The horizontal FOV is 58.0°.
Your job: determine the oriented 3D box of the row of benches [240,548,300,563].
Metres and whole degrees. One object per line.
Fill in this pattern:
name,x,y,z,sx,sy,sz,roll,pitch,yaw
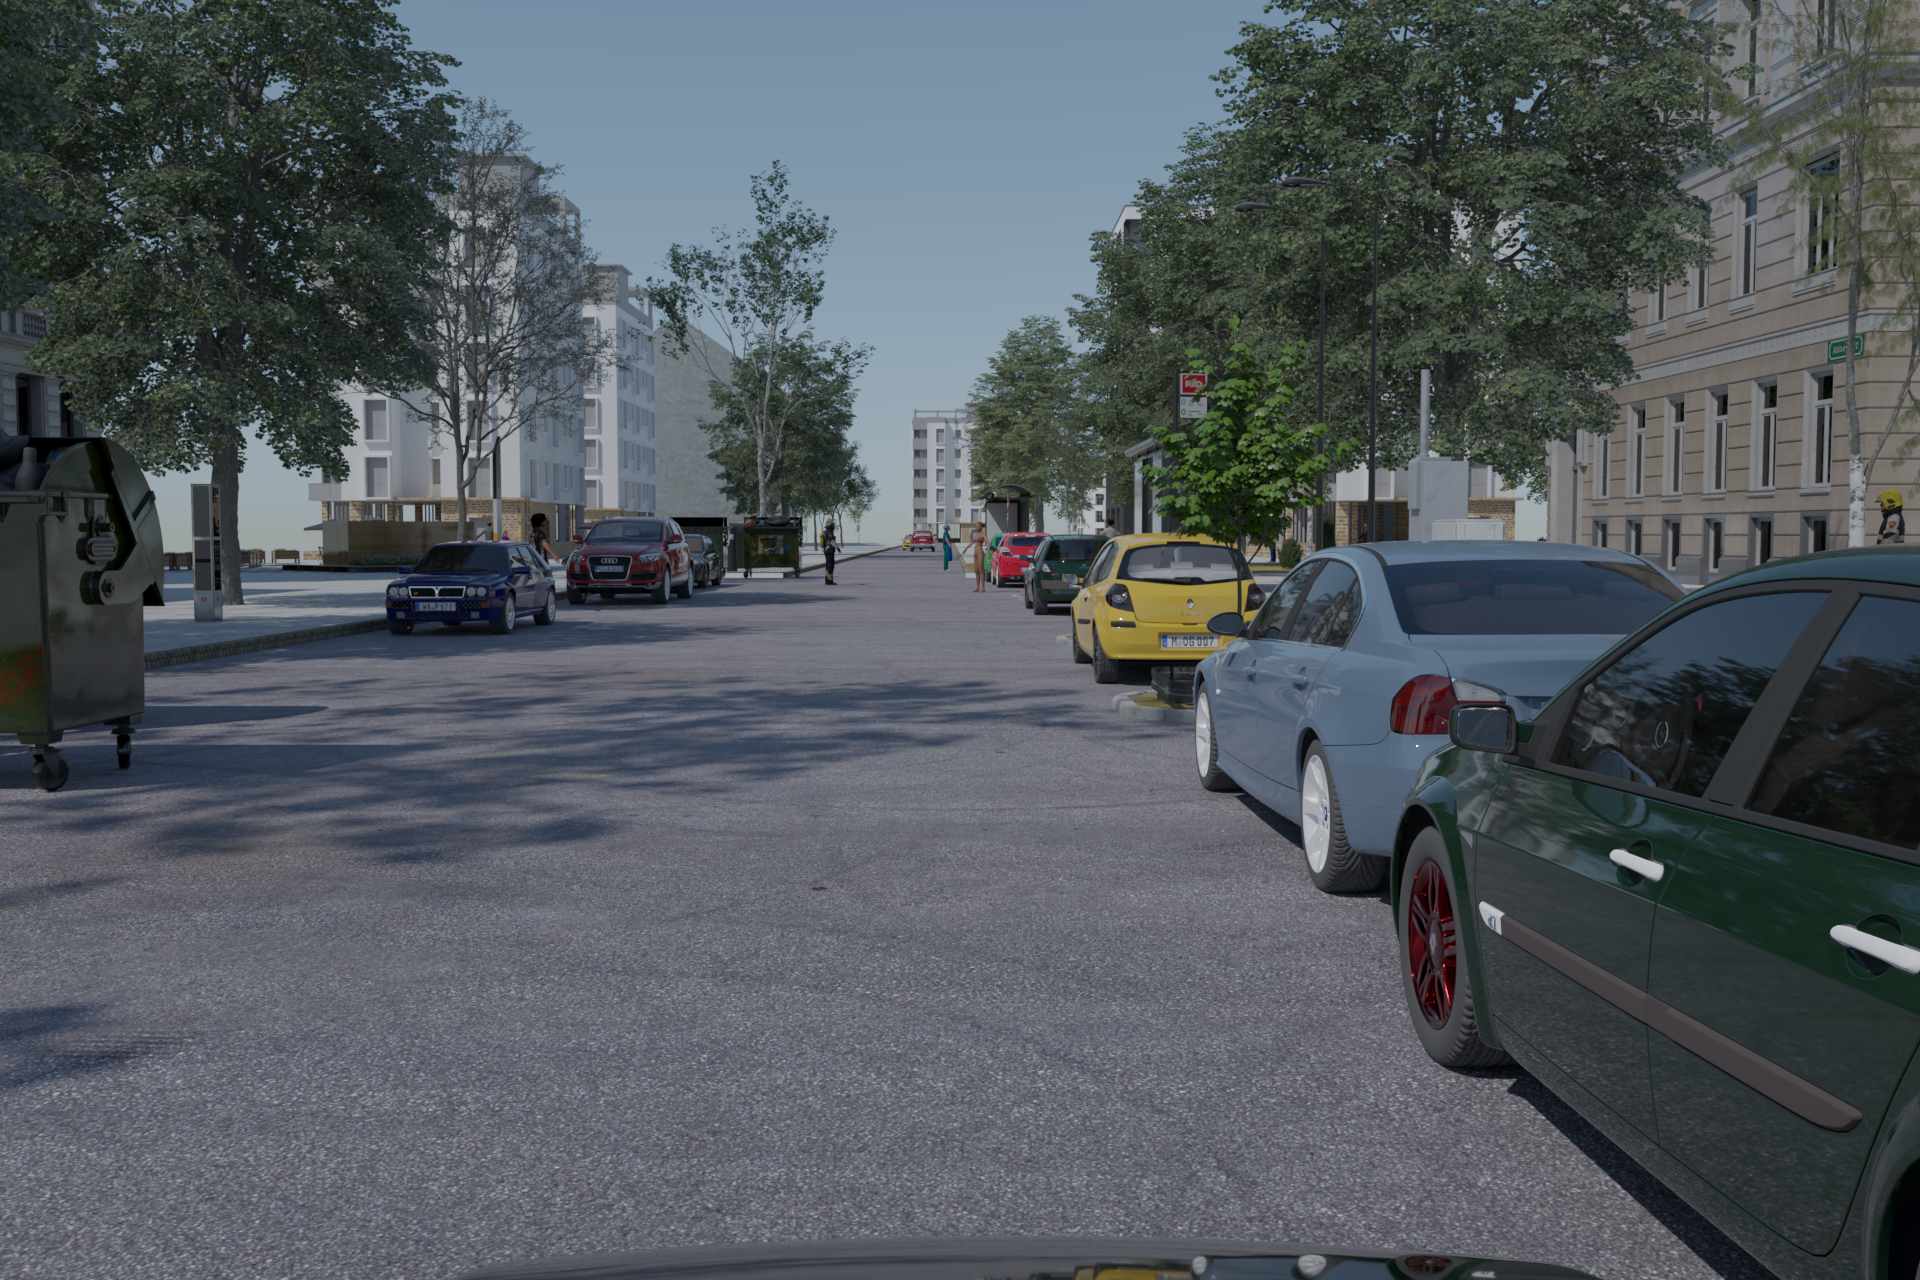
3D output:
row of benches,-30.987,-3.671,75.483,4.104,0.672,1.422,-2,4,-34

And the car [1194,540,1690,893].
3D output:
car,2.255,0.231,8.225,2.014,1.417,4.499,0,4,-1

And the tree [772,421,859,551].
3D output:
tree,-11.168,-11.980,130.292,7.601,10.594,8.767,-2,4,-31

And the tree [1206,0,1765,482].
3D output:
tree,8.473,-7.545,30.014,9.857,13.997,8.962,0,3,0

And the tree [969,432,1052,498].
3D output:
tree,4.705,-14.150,157.113,9.928,11.665,9.643,0,3,0

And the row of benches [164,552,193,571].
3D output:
row of benches,-27.609,-2.783,60.967,1.422,0.672,4.104,0,3,0

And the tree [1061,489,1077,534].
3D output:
tree,16.799,-18.167,247.391,4.360,8.622,3.978,0,3,0

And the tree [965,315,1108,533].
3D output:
tree,3.803,-10.533,90.335,7.486,12.596,7.792,0,3,0

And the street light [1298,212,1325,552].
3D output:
street light,5.631,-3.173,24.422,1.470,5.913,1.316,0,3,0

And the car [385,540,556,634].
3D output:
car,-7.277,-0.818,25.957,1.945,1.354,3.894,0,3,0

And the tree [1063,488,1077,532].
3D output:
tree,17.022,-18.443,251.911,4.360,8.622,3.978,0,3,0

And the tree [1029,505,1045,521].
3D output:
tree,9.056,-19.536,253.833,7.601,10.594,8.767,0,4,1

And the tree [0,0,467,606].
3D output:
tree,-13.371,-7.609,31.057,9.857,13.997,8.962,0,3,0

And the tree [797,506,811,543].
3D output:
tree,-22.757,-18.548,253.619,4.737,8.622,4.395,0,3,0

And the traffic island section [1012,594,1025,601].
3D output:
traffic island section,2.139,-0.927,38.021,1.991,0.108,1.994,0,4,0

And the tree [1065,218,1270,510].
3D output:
tree,8.976,-9.890,68.355,9.857,13.997,8.962,0,3,0

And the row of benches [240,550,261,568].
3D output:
row of benches,-27.343,-3.116,66.412,1.422,0.672,4.104,-1,4,-17

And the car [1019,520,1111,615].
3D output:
car,2.122,-1.360,32.028,2.009,1.686,4.222,0,4,-1

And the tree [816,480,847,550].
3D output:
tree,-11.172,-11.649,140.823,4.737,8.622,4.395,0,3,0

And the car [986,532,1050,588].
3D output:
car,1.819,-2.361,47.649,2.155,1.783,4.494,0,4,-2

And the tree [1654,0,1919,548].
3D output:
tree,8.341,-4.038,16.389,4.360,8.622,3.978,0,3,0

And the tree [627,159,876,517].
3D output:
tree,-10.809,-14.328,90.158,12.611,20.169,13.585,0,3,0

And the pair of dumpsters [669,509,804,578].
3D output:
pair of dumpsters,-7.357,-3.167,56.736,4.436,2.255,1.574,0,4,0

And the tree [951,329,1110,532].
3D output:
tree,4.609,-11.772,102.845,12.009,13.543,11.850,0,3,0

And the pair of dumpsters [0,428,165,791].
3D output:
pair of dumpsters,-7.102,-0.307,9.967,4.436,2.255,1.574,0,4,0

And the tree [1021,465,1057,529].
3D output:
tree,5.005,-10.549,122.840,4.737,8.622,4.395,0,3,0

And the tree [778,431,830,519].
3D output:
tree,-10.690,-10.177,116.762,4.737,8.622,4.395,0,3,0

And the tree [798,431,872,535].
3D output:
tree,-11.206,-13.140,149.249,8.767,10.594,7.601,2,4,34

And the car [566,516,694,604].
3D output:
car,-6.986,-1.735,37.038,2.281,1.827,5.304,0,4,0

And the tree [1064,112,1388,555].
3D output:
tree,8.194,-8.865,51.591,9.857,13.997,8.962,0,3,0

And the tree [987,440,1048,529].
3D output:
tree,4.112,-10.110,115.662,4.737,8.622,4.395,0,3,0

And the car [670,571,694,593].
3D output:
car,-7.634,-2.035,42.867,1.945,1.707,3.694,0,4,-1

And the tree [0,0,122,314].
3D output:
tree,-13.581,-6.771,17.363,9.857,13.997,8.962,0,3,0

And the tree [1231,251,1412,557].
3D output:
tree,8.558,-5.544,41.013,4.737,8.622,4.395,0,3,0

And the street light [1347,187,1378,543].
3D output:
street light,5.957,-3.069,22.712,1.470,5.913,1.316,0,4,0

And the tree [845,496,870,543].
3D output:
tree,-15.024,-18.530,253.332,4.737,8.622,4.395,0,3,0

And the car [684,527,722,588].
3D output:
car,-7.520,-2.267,46.848,2.009,1.686,4.222,0,3,0

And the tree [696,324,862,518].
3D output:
tree,-10.731,-12.121,104.837,9.857,13.997,8.962,0,3,0

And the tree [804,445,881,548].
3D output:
tree,-11.104,-13.829,160.509,8.767,10.594,7.601,-3,4,-37

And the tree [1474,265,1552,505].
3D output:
tree,25.270,-9.497,73.403,7.486,12.596,7.792,0,3,0

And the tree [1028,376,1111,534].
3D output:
tree,4.909,-8.017,81.437,4.360,8.622,3.978,0,3,0

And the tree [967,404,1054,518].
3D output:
tree,4.233,-13.936,145.980,7.486,12.596,7.792,0,3,0

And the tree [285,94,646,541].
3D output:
tree,-13.760,-8.414,47.937,12.009,13.543,11.850,0,3,0
